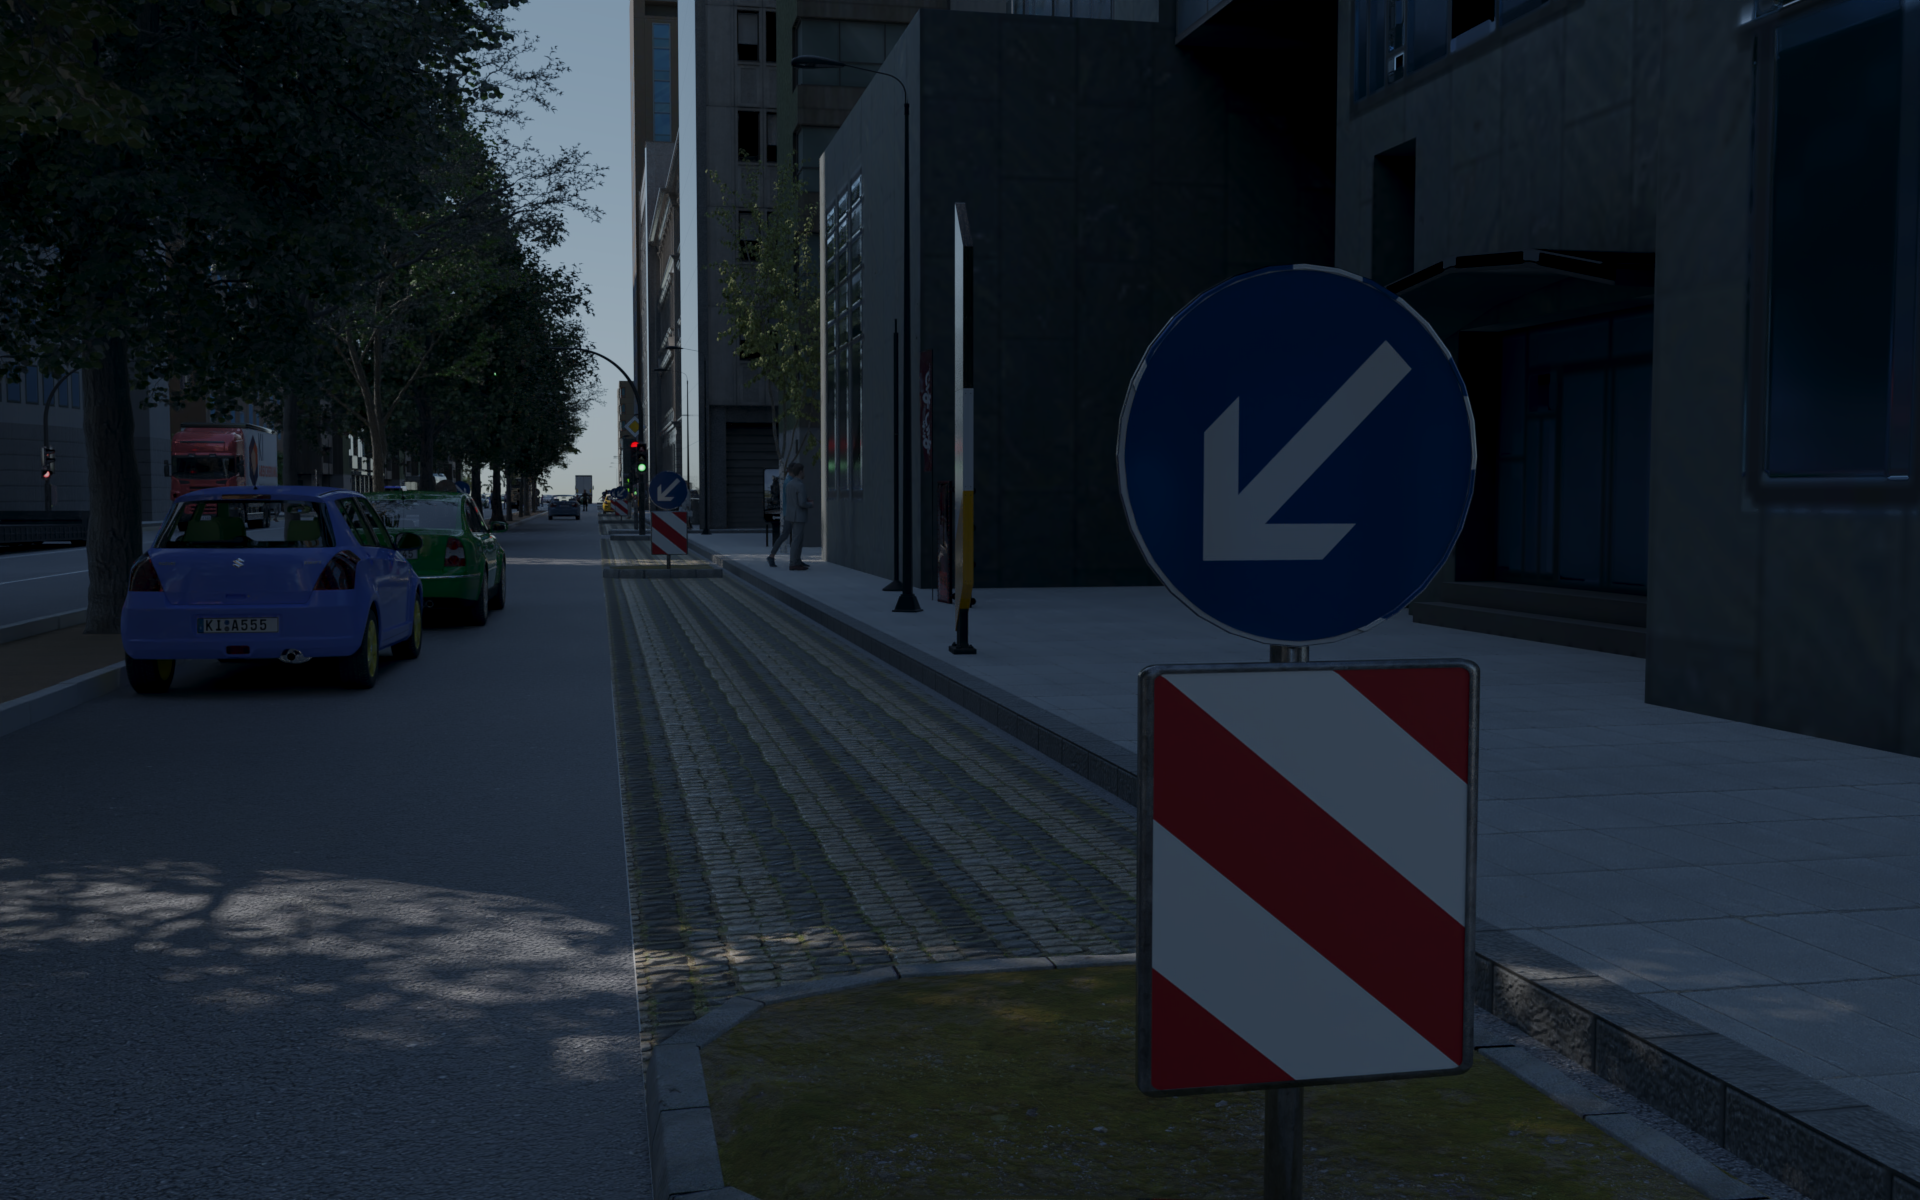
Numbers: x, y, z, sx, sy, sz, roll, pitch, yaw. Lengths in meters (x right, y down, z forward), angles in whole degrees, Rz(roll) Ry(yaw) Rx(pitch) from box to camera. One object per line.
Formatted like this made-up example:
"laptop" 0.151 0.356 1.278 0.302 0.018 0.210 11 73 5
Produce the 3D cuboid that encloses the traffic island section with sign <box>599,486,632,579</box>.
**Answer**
"traffic island section with sign" -5.207 -1.315 30.129 1.989 1.847 2.006 -1 4 -12

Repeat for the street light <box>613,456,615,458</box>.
"street light" -43.218 -15.113 219.642 1.470 5.913 1.316 -1 4 -12

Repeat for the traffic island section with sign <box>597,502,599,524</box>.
"traffic island section with sign" -16.589 -4.623 84.219 1.989 1.847 2.006 -1 4 -12

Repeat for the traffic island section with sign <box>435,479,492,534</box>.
"traffic island section with sign" -17.409 -3.211 60.629 2.006 1.907 1.989 -1 4 -12

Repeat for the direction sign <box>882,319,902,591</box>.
"direction sign" -0.842 -1.889 22.876 0.379 3.537 0.876 0 4 -2

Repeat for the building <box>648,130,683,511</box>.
"building" -13.004 -16.572 107.112 11.583 22.565 21.152 -1 4 -12

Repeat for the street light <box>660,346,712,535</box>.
"street light" -8.547 -5.012 54.480 1.470 5.913 1.316 -1 4 -12

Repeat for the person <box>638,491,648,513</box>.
"person" -21.912 -6.929 119.518 0.721 1.800 0.419 -1 4 -11

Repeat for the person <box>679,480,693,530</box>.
"person" -9.850 -3.398 61.956 0.624 1.780 0.694 -2 4 -27

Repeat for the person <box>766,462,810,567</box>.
"person" -3.016 -1.502 30.462 0.748 1.841 0.638 1 4 12

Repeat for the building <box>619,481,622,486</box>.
"building" -29.765 -33.162 234.085 32.217 40.220 23.993 -1 4 -12

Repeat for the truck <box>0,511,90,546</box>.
"truck" -23.725 -3.131 40.950 2.967 4.110 18.799 -1 4 -11

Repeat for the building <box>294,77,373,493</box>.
"building" -66.289 -32.903 157.575 23.786 49.044 30.456 -1 4 -12

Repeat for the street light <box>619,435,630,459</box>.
"street light" -26.234 -10.144 138.396 1.470 5.913 1.316 -1 4 -12

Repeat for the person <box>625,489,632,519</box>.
"person" -19.115 -5.553 99.833 0.362 1.759 0.519 1 4 15

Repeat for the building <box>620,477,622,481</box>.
"building" -39.755 -49.908 254.242 20.563 71.187 20.611 -1 4 -12

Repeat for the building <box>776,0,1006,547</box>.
"building" 1.602 -16.959 48.977 14.160 30.474 14.107 -1 4 -12

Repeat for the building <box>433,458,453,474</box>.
"building" -83.924 -36.065 244.291 22.147 44.769 28.867 -1 4 -12

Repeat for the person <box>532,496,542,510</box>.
"person" -38.398 -9.040 157.127 0.721 1.723 1.217 3 4 37

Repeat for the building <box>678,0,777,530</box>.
"building" -0.876 -15.376 69.427 19.932 24.808 12.078 -1 4 -12

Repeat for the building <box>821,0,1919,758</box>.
"building" 11.417 -43.149 18.161 22.319 86.520 31.000 -1 4 -12

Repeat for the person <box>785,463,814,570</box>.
"person" -2.651 -1.402 29.164 0.583 1.804 0.606 -2 4 -34

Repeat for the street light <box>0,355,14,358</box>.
"street light" -32.029 -5.207 57.673 1.470 5.913 1.316 -1 4 -12

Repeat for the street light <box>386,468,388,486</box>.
"street light" -55.393 -12.022 169.097 1.470 5.913 1.316 -1 4 -12

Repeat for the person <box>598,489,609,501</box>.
"person" -28.334 -7.957 138.738 1.348 1.807 0.705 -3 5 -40

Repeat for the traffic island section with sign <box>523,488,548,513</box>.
"traffic island section with sign" -32.875 -7.708 134.165 2.006 1.907 1.989 -1 4 -12

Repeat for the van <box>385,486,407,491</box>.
"van" -42.675 -7.686 130.043 2.240 2.365 5.245 -1 4 -11

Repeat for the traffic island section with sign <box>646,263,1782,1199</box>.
"traffic island section with sign" 0.334 0.299 3.747 1.989 1.847 2.006 -1 4 -12

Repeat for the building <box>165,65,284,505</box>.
"building" -54.921 -28.670 118.857 14.600 45.320 14.200 -1 4 -12

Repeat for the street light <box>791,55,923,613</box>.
"street light" -1.102 -2.819 18.626 1.470 5.913 1.316 -1 4 -12

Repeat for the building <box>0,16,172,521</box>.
"building" -46.239 -32.162 67.845 21.231 58.520 28.212 -1 4 -12

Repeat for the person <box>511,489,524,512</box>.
"person" -34.889 -7.850 136.859 0.705 1.823 1.348 2 4 32

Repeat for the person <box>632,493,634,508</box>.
"person" -31.069 -9.698 164.617 0.705 1.822 1.348 -1 4 -9

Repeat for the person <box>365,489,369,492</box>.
"person" -52.215 -8.919 152.677 0.445 1.727 0.742 -1 4 -11

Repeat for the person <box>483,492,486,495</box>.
"person" -56.479 -11.950 205.352 0.593 1.643 0.415 1 4 13

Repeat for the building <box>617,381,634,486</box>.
"building" -41.263 -26.645 280.689 27.650 21.520 28.899 -1 4 -12

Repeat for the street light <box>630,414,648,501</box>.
"street light" -18.105 -7.801 100.085 1.470 5.913 1.316 -1 4 -12

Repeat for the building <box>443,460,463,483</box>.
"building" -84.534 -30.284 266.850 14.160 30.474 14.107 -1 4 -12

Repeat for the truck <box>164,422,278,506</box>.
"truck" -29.729 -4.966 70.105 2.839 4.237 11.283 -1 4 -14

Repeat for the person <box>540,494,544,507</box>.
"person" -45.618 -10.834 188.857 0.991 1.433 0.599 3 5 43

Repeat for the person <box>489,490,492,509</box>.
"person" -43.891 -9.401 162.194 0.705 1.826 1.348 0 4 -7

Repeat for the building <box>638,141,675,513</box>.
"building" -17.090 -18.906 127.139 12.078 24.808 19.932 -1 4 -12

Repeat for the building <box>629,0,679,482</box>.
"building" -20.451 -30.321 145.858 14.600 45.320 14.200 -1 4 -12

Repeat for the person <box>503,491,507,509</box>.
"person" -42.712 -9.384 162.869 0.756 1.711 0.436 3 5 41

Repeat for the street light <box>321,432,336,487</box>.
"street light" -47.109 -9.599 129.480 1.470 5.913 1.316 -1 4 -12

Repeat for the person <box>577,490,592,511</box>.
"person" -31.038 -8.235 143.279 1.348 1.807 0.705 1 4 18

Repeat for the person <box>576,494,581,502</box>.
"person" -33.411 -8.539 151.300 0.628 1.438 0.799 -2 4 -35

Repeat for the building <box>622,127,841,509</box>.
"building" -27.090 -54.015 195.823 22.319 86.520 31.000 -1 4 -12

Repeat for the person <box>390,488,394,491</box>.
"person" -34.513 -5.904 105.203 0.466 1.800 0.511 -2 4 -24

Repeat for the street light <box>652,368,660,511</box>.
"street light" -10.604 -5.597 64.049 1.470 5.913 1.316 -1 4 -12

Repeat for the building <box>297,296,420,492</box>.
"building" -68.946 -25.934 195.726 14.160 30.474 14.107 -1 4 -12

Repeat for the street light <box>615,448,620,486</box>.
"street light" -33.741 -12.370 174.783 1.470 5.913 1.316 -1 4 -12
